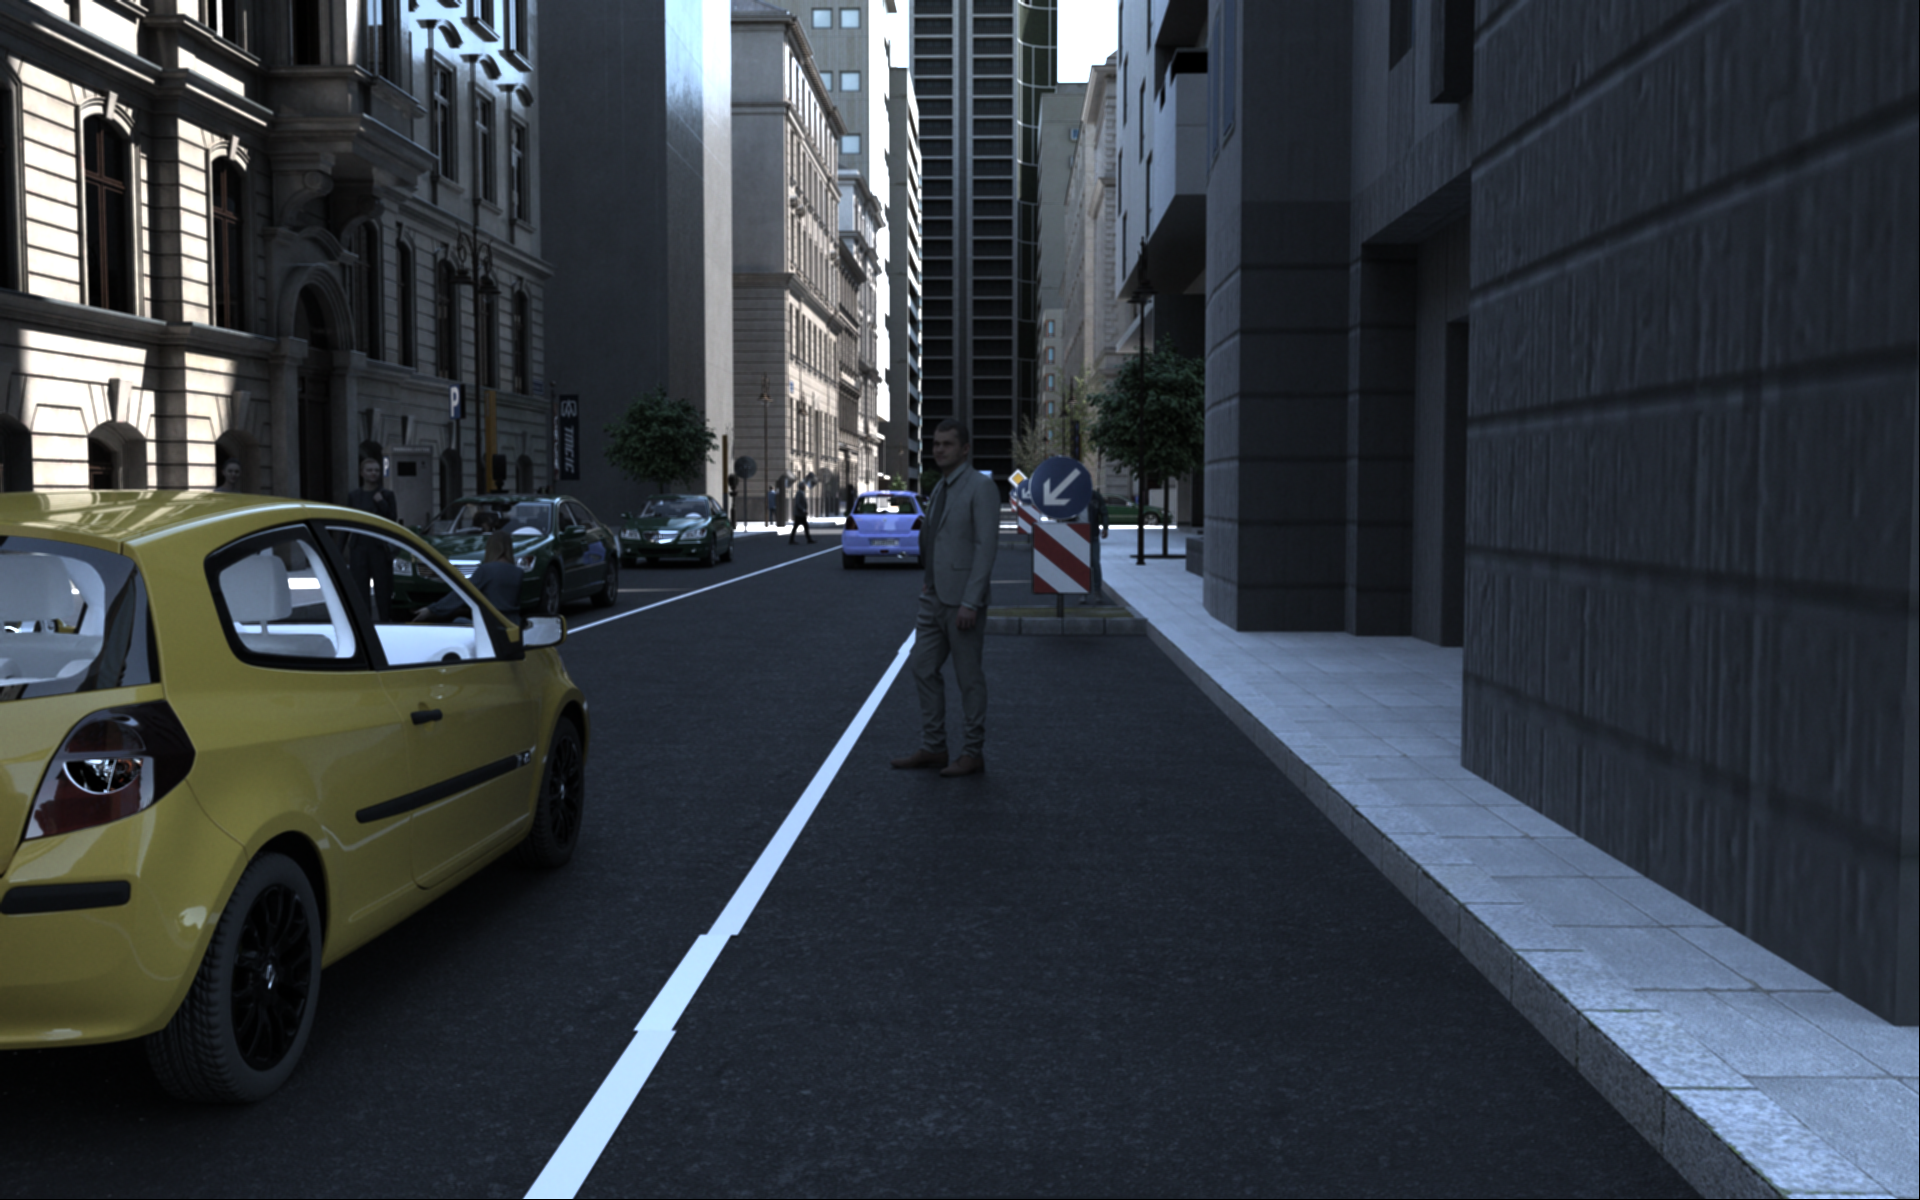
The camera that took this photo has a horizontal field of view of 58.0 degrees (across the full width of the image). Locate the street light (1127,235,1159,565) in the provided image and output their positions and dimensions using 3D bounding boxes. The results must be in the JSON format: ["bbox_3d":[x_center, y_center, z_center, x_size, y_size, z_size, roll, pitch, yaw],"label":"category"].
[{"bbox_3d":[3.276,-3.574,31.225,0.468,5.910,1.993,0,4,2],"label":"street light"}]

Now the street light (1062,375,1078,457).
[{"bbox_3d":[4.342,-5.798,67.592,0.468,5.910,1.993,0,4,2],"label":"street light"}]

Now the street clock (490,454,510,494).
[{"bbox_3d":[-8.416,-1.658,31.683,0.358,2.002,0.471,-1,4,-18],"label":"street clock"}]

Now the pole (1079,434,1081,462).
[{"bbox_3d":[3.982,-3.952,58.458,0.158,3.312,0.155,0,3,0],"label":"pole"}]

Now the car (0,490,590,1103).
[{"bbox_3d":[-2.403,0.287,5.531,2.015,1.641,3.980,0,4,2],"label":"car"}]

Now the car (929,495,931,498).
[{"bbox_3d":[-2.160,-9.318,161.947,1.945,1.707,3.694,0,4,1],"label":"car"}]

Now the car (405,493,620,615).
[{"bbox_3d":[-5.378,-0.547,20.748,2.131,1.459,4.920,0,4,2],"label":"car"}]

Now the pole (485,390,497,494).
[{"bbox_3d":[-9.243,-2.467,34.173,0.158,3.312,0.155,0,3,0],"label":"pole"}]

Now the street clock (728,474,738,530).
[{"bbox_3d":[-8.033,-3.477,61.417,0.358,2.002,0.471,1,4,12],"label":"street clock"}]

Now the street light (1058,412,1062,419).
[{"bbox_3d":[4.703,-6.470,78.576,0.468,5.910,1.993,0,4,2],"label":"street light"}]

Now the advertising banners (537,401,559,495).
[{"bbox_3d":[-7.646,-2.206,32.261,0.090,3.025,2.074,0,4,-3],"label":"advertising banners"}]

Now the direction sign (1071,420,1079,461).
[{"bbox_3d":[3.540,-3.755,53.395,0.379,3.537,0.876,-1,4,-12],"label":"direction sign"}]

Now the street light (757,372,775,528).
[{"bbox_3d":[-7.338,-5.674,65.551,0.468,5.910,1.993,0,4,2],"label":"street light"}]

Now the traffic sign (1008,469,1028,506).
[{"bbox_3d":[2.289,-3.955,68.302,0.795,2.450,0.064,0,4,2],"label":"traffic sign"}]

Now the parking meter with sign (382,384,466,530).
[{"bbox_3d":[-8.687,-1.892,27.194,1.738,3.016,0.543,-2,4,-34],"label":"parking meter with sign"}]

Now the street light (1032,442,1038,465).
[{"bbox_3d":[6.537,-10.889,150.820,0.468,5.910,1.993,0,4,2],"label":"street light"}]

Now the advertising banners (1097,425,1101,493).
[{"bbox_3d":[3.530,-2.935,44.178,0.090,3.025,2.074,0,4,4],"label":"advertising banners"}]

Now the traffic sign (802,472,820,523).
[{"bbox_3d":[-6.583,-4.459,76.553,0.795,2.450,0.064,0,4,2],"label":"traffic sign"}]

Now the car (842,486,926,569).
[{"bbox_3d":[-1.383,-1.525,34.528,1.945,1.707,3.694,0,4,1],"label":"car"}]

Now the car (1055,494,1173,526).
[{"bbox_3d":[6.395,-3.681,71.978,4.920,1.459,2.131,0,4,1],"label":"car"}]

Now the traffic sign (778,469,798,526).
[{"bbox_3d":[-6.802,-3.971,68.571,0.795,2.450,0.064,0,4,2],"label":"traffic sign"}]

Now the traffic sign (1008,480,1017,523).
[{"bbox_3d":[2.507,-4.443,76.284,0.795,2.450,0.064,0,4,2],"label":"traffic sign"}]

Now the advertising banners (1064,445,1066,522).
[{"bbox_3d":[3.723,-3.999,61.567,0.090,3.025,2.074,0,4,3],"label":"advertising banners"}]

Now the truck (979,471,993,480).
[{"bbox_3d":[2.573,-12.476,193.748,2.967,4.110,18.799,0,4,1],"label":"truck"}]

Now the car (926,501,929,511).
[{"bbox_3d":[-0.659,-4.679,85.302,1.959,1.807,4.718,0,4,3],"label":"car"}]

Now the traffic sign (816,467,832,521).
[{"bbox_3d":[-6.520,-5.062,82.876,0.768,2.556,0.104,0,4,8],"label":"traffic sign"}]

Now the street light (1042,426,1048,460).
[{"bbox_3d":[5.628,-8.684,114.775,0.468,5.910,1.993,0,4,2],"label":"street light"}]

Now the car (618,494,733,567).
[{"bbox_3d":[-5.742,-1.443,35.394,2.131,1.459,4.920,0,4,0],"label":"car"}]

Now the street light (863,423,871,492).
[{"bbox_3d":[-6.010,-8.565,112.828,0.468,5.910,1.993,0,4,2],"label":"street light"}]

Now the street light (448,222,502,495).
[{"bbox_3d":[-8.296,-3.486,29.782,0.468,5.910,1.993,0,4,2],"label":"street light"}]

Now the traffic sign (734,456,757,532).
[{"bbox_3d":[-7.196,-3.544,58.046,0.768,2.556,0.104,0,4,3],"label":"traffic sign"}]

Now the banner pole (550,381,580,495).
[{"bbox_3d":[-8.802,-2.961,38.430,0.863,3.779,0.401,1,4,15],"label":"banner pole"}]

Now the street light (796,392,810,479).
[{"bbox_3d":[-6.982,-6.384,77.168,0.468,5.910,1.993,0,4,2],"label":"street light"}]

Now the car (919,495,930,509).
[{"bbox_3d":[-3.027,-7.450,134.392,1.945,1.354,3.894,0,4,0],"label":"car"}]

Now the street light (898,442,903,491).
[{"bbox_3d":[-5.052,-10.744,148.457,0.468,5.910,1.993,0,4,2],"label":"street light"}]

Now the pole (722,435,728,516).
[{"bbox_3d":[-8.097,-4.033,59.781,0.158,3.312,0.155,0,3,0],"label":"pole"}]
